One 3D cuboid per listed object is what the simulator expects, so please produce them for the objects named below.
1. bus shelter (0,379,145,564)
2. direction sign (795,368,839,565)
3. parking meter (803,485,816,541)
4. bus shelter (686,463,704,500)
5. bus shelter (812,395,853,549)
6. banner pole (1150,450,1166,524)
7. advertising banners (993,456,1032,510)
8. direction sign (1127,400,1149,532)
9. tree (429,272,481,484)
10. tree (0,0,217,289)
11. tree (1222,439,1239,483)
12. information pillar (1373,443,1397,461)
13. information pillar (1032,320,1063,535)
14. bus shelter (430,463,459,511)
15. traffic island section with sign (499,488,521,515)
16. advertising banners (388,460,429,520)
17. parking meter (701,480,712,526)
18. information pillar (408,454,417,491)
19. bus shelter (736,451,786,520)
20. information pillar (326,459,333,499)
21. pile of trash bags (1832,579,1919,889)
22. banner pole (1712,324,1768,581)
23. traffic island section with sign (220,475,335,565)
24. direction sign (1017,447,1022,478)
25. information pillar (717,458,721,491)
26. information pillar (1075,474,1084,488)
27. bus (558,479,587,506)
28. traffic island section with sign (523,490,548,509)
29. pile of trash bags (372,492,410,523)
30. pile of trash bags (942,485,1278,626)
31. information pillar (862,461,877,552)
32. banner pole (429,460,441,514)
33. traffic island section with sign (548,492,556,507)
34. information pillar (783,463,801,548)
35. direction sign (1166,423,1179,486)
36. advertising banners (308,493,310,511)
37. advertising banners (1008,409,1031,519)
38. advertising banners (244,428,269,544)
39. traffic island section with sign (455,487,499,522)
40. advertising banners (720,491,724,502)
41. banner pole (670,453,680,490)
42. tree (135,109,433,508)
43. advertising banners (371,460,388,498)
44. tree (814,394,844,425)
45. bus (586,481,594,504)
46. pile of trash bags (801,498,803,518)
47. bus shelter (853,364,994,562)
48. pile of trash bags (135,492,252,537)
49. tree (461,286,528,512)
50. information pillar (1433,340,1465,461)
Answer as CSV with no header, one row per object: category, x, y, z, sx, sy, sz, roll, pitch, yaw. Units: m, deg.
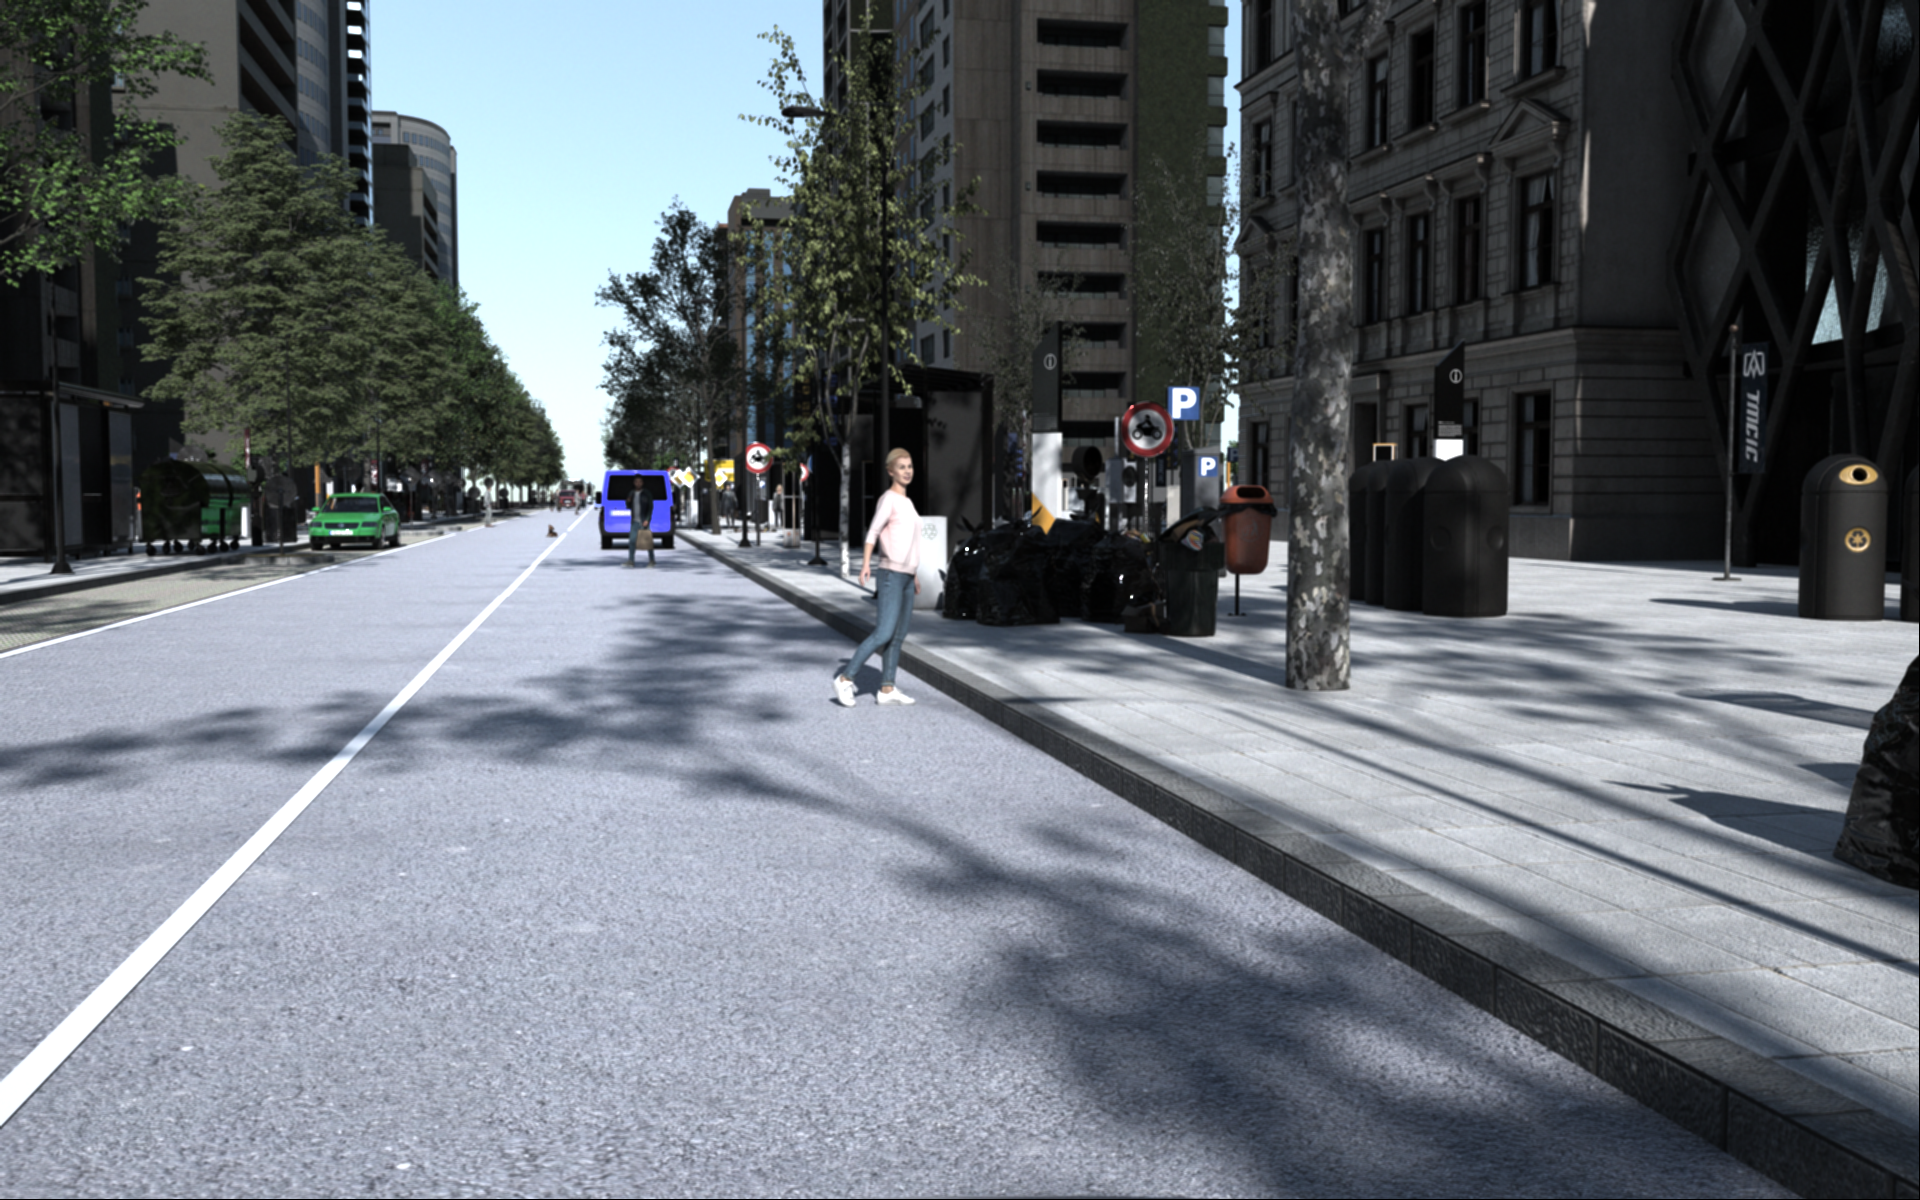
bus shelter,-17.832,-3.386,32.995,2.179,5.291,8.768,-1,4,-11
direction sign,-2.586,-2.407,31.344,0.876,3.537,0.379,1,4,22
parking meter,-4.121,-2.402,47.688,0.372,1.533,0.369,0,3,0
bus shelter,-17.666,-7.544,117.275,2.014,3.302,5.546,-1,4,-12
bus shelter,-2.870,-3.194,43.501,1.731,3.624,6.357,-1,4,-12
banner pole,8.396,-5.121,73.751,0.863,3.779,0.401,0,4,-1
advertising banners,2.475,-5.082,79.271,2.074,3.025,0.090,2,4,25
direction sign,4.337,-3.077,42.313,0.379,3.537,0.876,-2,4,-29
tree,-24.607,-9.465,72.882,7.486,12.596,7.792,0,3,0
tree,-13.221,-5.831,21.086,9.928,11.665,9.643,0,3,0
tree,14.548,-6.241,85.761,4.285,4.588,4.351,0,3,0
information pillar,6.196,-1.272,25.297,0.304,2.012,0.304,1,4,23
information pillar,1.193,-1.967,23.522,0.504,3.616,0.183,3,5,44
bus shelter,-39.035,-8.576,131.499,1.731,3.624,6.357,-1,4,-12
traffic island section with sign,-30.703,-6.617,116.813,1.989,1.847,2.006,-1,4,-12
advertising banners,-27.656,-5.562,87.134,2.074,3.025,0.090,1,4,9
parking meter,-10.306,-3.967,70.565,0.399,1.863,0.255,1,4,21
information pillar,-28.153,-5.983,89.169,0.504,3.616,0.183,-1,4,-21
bus shelter,-9.355,-5.372,81.762,2.014,3.302,5.546,-1,4,-12
information pillar,-40.550,-7.347,111.478,0.183,3.616,0.504,2,4,28
pile of trash bags,4.827,0.258,5.528,3.447,1.369,1.912,-1,4,-8
banner pole,11.501,-2.167,25.440,0.401,3.779,0.863,-2,4,-24
traffic island section with sign,-14.115,-1.671,35.945,1.989,1.847,2.006,-1,4,-12
direction sign,2.662,-5.630,84.052,0.876,3.537,0.379,-2,4,-26
information pillar,-15.805,-7.352,111.552,0.504,3.616,0.183,1,4,11
information pillar,3.773,-3.002,53.577,0.304,2.012,0.304,-3,5,-44
bus,-44.565,-12.544,199.958,2.948,3.499,13.247,-1,4,-10
traffic island section with sign,-40.745,-9.611,165.772,1.989,1.847,2.006,-1,4,-12
pile of trash bags,-25.728,-4.103,76.833,1.912,1.369,3.447,-2,4,-32
pile of trash bags,1.576,-0.494,17.824,3.447,1.369,1.912,-1,4,-9
information pillar,-2.011,-2.077,38.454,0.304,2.012,0.304,0,4,-7
banner pole,-34.239,-7.514,112.873,0.401,3.779,0.863,3,4,38
traffic island section with sign,-46.201,-11.240,192.402,1.989,1.847,2.006,-1,4,-12
information pillar,-3.999,-2.243,41.161,0.304,2.012,0.304,2,4,24
direction sign,6.816,-3.892,55.623,0.379,3.537,0.876,-1,4,-17
advertising banners,-50.094,-8.212,130.459,2.074,3.025,0.090,-1,4,-16
advertising banners,1.187,-2.377,35.060,0.090,3.025,2.074,1,4,11
advertising banners,-18.483,-3.016,45.498,0.090,3.025,2.074,-3,4,-36
traffic island section with sign,-25.230,-4.987,90.166,1.989,1.847,2.006,-1,4,-12
advertising banners,-13.782,-6.646,104.846,2.074,3.025,0.090,-1,4,-22
banner pole,-17.377,-7.057,105.397,0.863,3.779,0.401,-3,5,-43
tree,-20.821,-8.205,52.286,7.486,12.596,7.792,0,3,0
advertising banners,-29.057,-5.630,88.231,2.074,3.025,0.090,-2,4,-25
tree,-8.772,-10.369,119.898,4.360,8.622,3.978,0,3,0
bus,-53.374,-15.322,245.369,2.948,3.499,13.247,-1,4,-10
pile of trash bags,-7.245,-5.122,93.496,1.912,1.369,3.447,-2,4,-25
bus shelter,-0.766,-2.640,34.447,1.731,3.624,6.357,-1,4,-12
pile of trash bags,-22.901,-2.580,51.939,3.447,1.369,1.912,0,4,-8
tree,-25.647,-9.563,82.107,9.928,11.665,9.643,0,3,0
information pillar,7.425,-2.138,26.313,0.504,3.616,0.183,-1,4,-19
